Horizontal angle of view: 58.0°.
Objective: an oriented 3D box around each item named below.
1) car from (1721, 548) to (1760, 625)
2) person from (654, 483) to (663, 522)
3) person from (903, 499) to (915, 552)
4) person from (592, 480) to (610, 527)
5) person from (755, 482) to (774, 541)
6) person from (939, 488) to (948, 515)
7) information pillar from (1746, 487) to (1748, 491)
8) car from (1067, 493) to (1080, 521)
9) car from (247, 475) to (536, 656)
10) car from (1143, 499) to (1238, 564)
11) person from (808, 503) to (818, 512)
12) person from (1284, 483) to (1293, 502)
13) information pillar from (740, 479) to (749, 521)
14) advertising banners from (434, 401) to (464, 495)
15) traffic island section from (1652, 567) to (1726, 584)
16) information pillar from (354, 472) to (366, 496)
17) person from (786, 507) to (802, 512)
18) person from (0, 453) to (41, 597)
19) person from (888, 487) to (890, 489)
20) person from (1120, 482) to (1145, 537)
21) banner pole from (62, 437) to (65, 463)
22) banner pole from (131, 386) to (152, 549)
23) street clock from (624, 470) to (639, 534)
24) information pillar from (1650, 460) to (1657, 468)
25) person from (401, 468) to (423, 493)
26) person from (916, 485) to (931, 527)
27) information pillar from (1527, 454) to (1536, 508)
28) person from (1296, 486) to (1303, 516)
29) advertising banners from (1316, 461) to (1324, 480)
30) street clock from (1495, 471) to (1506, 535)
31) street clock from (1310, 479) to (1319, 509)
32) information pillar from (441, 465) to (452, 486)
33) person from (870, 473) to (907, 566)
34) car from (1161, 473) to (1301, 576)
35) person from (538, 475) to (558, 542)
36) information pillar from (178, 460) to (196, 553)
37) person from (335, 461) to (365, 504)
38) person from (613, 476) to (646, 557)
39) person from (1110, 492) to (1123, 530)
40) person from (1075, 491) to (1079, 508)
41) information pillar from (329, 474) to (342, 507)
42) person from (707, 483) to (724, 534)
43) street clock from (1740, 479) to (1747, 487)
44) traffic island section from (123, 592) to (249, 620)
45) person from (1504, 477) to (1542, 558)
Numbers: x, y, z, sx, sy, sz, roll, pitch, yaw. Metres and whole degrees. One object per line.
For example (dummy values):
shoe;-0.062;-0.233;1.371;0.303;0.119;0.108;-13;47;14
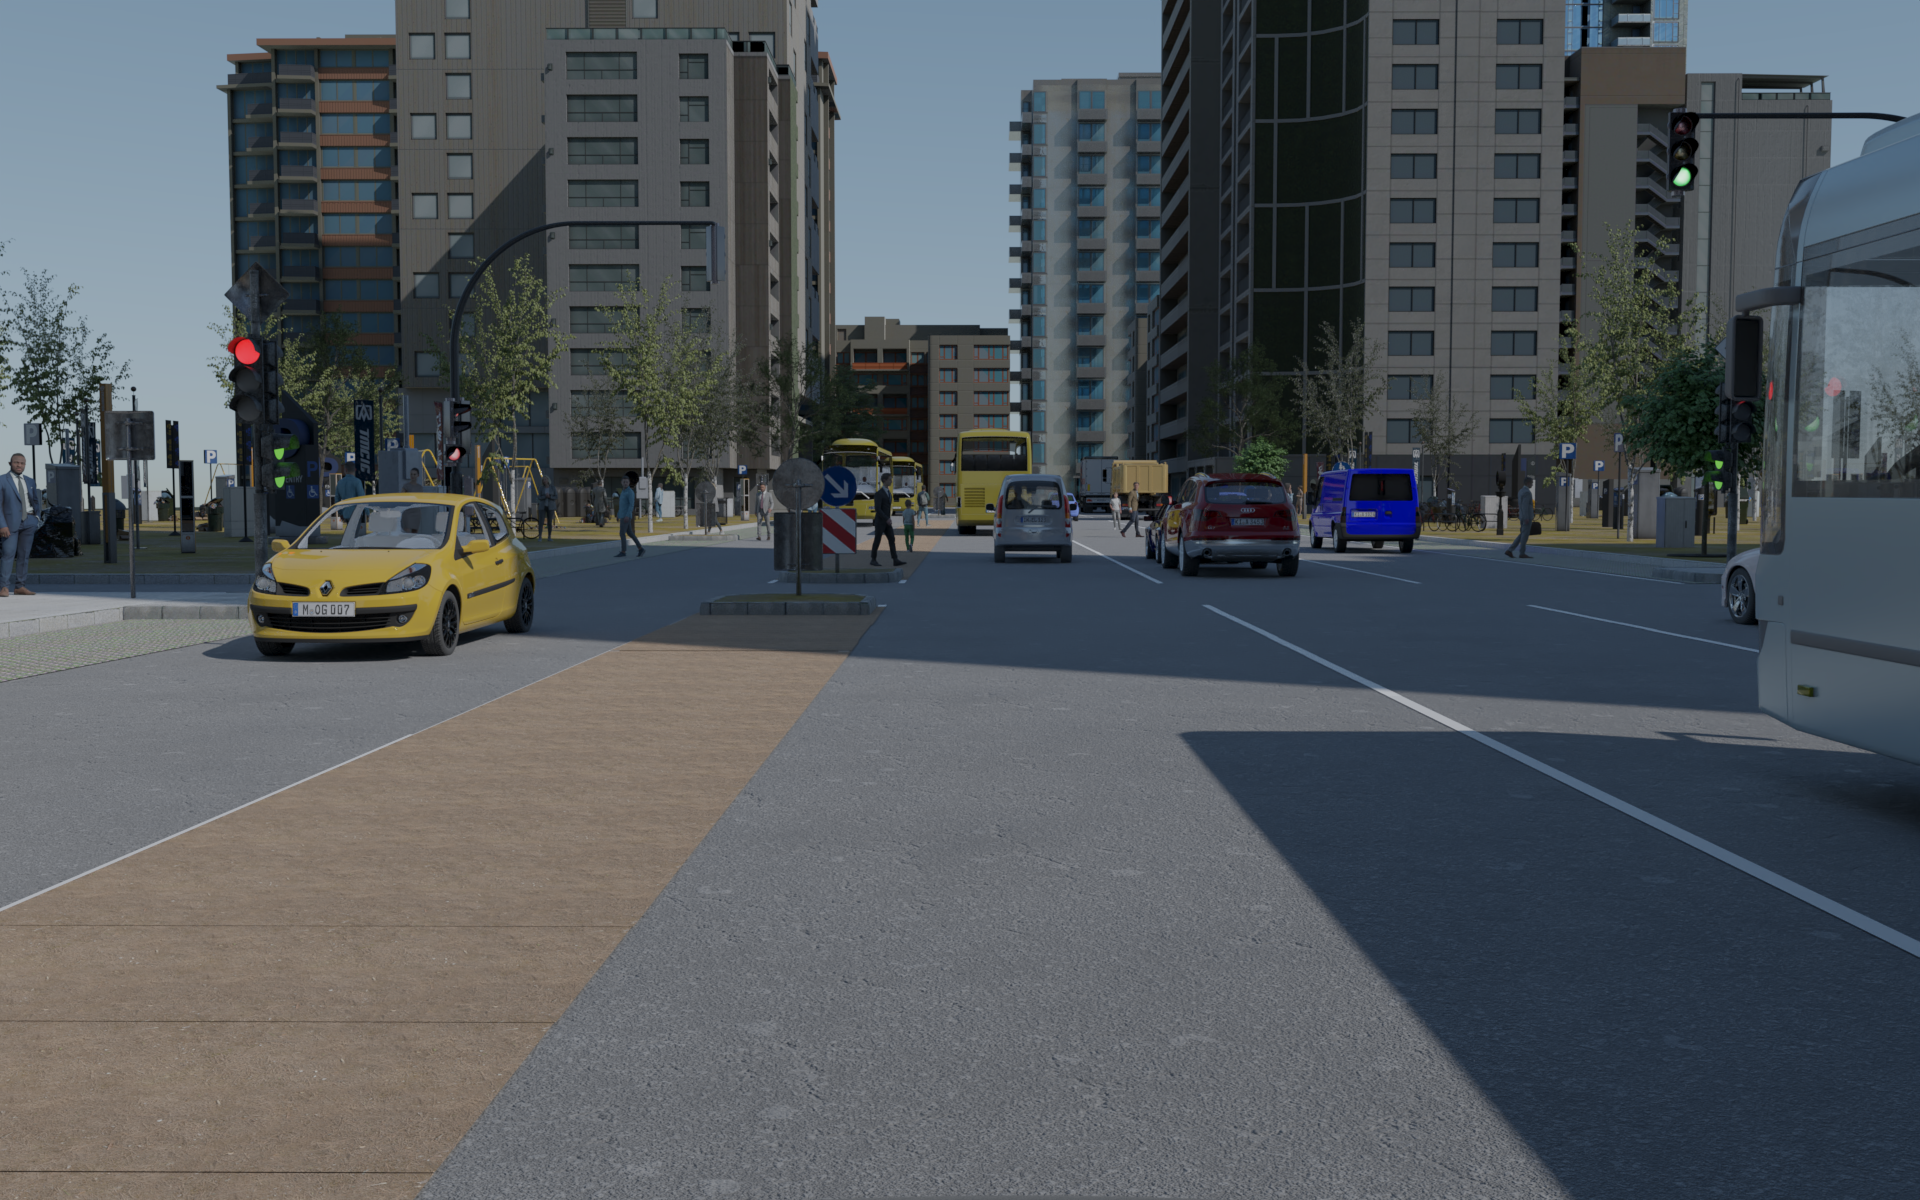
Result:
car;9.496;-0.320;17.593;2.083;1.381;4.827;0;4;0
person;-14.085;-4.579;81.169;0.793;1.790;0.793;-1;4;-18
person;-1.251;-1.813;42.388;0.306;1.304;0.590;0;4;-3
person;-13.826;-3.706;66.745;0.694;1.812;0.767;1;4;13
person;-6.052;-2.734;53.467;0.678;1.792;0.850;1;4;11
person;-1.108;-6.161;109.262;0.705;1.821;1.348;2;4;35
information pillar;35.867;-4.578;79.337;0.304;2.012;0.304;3;5;43
car;5.442;-5.062;92.356;1.945;1.707;3.694;0;4;2
car;-5.339;-0.388;16.560;2.015;1.641;3.980;0;4;1
car;4.940;-1.496;37.047;1.945;1.354;3.894;0;4;1
person;-6.111;-3.827;71.331;0.793;1.790;0.793;-1;4;-13
person;10.814;-2.982;57.527;0.793;1.790;0.793;-2;4;-33
information pillar;-10.338;-4.815;83.215;0.304;2.012;0.304;-3;5;-42
advertising banners;-9.868;-2.288;33.590;0.090;3.025;2.074;0;3;0
traffic island section;12.890;-0.405;28.902;2.009;0.180;2.903;0;4;1
information pillar;-17.087;-2.740;49.288;0.304;2.012;0.304;-2;4;-28
person;-4.958;-2.656;52.103;0.592;1.802;0.473;1;4;12
person;-11.941;-0.958;21.890;0.419;1.800;0.721;1;4;22
person;-3.232;-3.986;73.524;0.795;1.843;0.661;2;4;26
person;5.717;-2.991;57.308;0.836;1.842;0.656;0;4;-3
banner pole;-34.475;-4.733;67.405;0.863;3.779;0.401;-1;4;-15
banner pole;-19.064;-3.065;40.129;0.401;3.779;0.863;-2;4;-33
street clock;-10.087;-2.973;53.177;0.471;2.002;0.358;-1;4;-16
information pillar;34.168;-5.749;85.344;0.183;3.616;0.504;-1;4;-10
person;-10.333;-1.608;32.680;0.374;1.781;0.599;3;5;41
person;-1.630;-4.074;75.102;0.794;1.824;0.713;3;5;45
information pillar;33.194;-6.687;100.690;0.504;3.616;0.183;0;4;5
person;19.999;-5.866;102.298;0.374;1.781;0.599;-1;4;-18
advertising banners;19.863;-5.893;92.540;0.090;3.025;2.074;-3;5;-41
street clock;16.850;-3.022;53.988;0.358;2.002;0.471;0;4;7
street clock;16.747;-4.725;81.825;0.358;2.002;0.471;-2;4;-28
information pillar;-13.044;-2.428;44.182;0.304;2.012;0.304;-2;4;-30
person;-1.434;-1.585;34.197;0.755;1.850;0.659;2;4;25
car;4.882;-1.409;31.703;2.281;1.827;5.304;0;4;1
person;-11.170;-2.489;46.928;0.537;1.800;0.526;0;4;-5
information pillar;-16.731;-2.019;37.498;0.304;2.012;0.304;-2;4;-24
person;-10.345;-1.429;29.266;0.638;1.841;0.748;3;4;37
person;-7.461;-1.879;39.085;0.748;1.841;0.638;-1;4;-17
person;6.289;-3.569;69.447;0.503;1.515;0.523;-3;5;-41
person;11.660;-10.036;173.299;0.721;1.735;1.217;1;4;23
information pillar;-22.354;-3.521;62.056;0.304;2.012;0.304;1;4;20
person;-8.325;-3.044;58.451;0.728;1.800;0.709;-1;4;-9
street clock;35.116;-4.482;77.849;0.471;2.002;0.358;3;4;38
traffic island section;-8.523;0.071;21.115;2.009;0.180;2.903;0;4;1
person;12.564;-1.825;38.455;0.853;1.813;0.709;0;4;0
